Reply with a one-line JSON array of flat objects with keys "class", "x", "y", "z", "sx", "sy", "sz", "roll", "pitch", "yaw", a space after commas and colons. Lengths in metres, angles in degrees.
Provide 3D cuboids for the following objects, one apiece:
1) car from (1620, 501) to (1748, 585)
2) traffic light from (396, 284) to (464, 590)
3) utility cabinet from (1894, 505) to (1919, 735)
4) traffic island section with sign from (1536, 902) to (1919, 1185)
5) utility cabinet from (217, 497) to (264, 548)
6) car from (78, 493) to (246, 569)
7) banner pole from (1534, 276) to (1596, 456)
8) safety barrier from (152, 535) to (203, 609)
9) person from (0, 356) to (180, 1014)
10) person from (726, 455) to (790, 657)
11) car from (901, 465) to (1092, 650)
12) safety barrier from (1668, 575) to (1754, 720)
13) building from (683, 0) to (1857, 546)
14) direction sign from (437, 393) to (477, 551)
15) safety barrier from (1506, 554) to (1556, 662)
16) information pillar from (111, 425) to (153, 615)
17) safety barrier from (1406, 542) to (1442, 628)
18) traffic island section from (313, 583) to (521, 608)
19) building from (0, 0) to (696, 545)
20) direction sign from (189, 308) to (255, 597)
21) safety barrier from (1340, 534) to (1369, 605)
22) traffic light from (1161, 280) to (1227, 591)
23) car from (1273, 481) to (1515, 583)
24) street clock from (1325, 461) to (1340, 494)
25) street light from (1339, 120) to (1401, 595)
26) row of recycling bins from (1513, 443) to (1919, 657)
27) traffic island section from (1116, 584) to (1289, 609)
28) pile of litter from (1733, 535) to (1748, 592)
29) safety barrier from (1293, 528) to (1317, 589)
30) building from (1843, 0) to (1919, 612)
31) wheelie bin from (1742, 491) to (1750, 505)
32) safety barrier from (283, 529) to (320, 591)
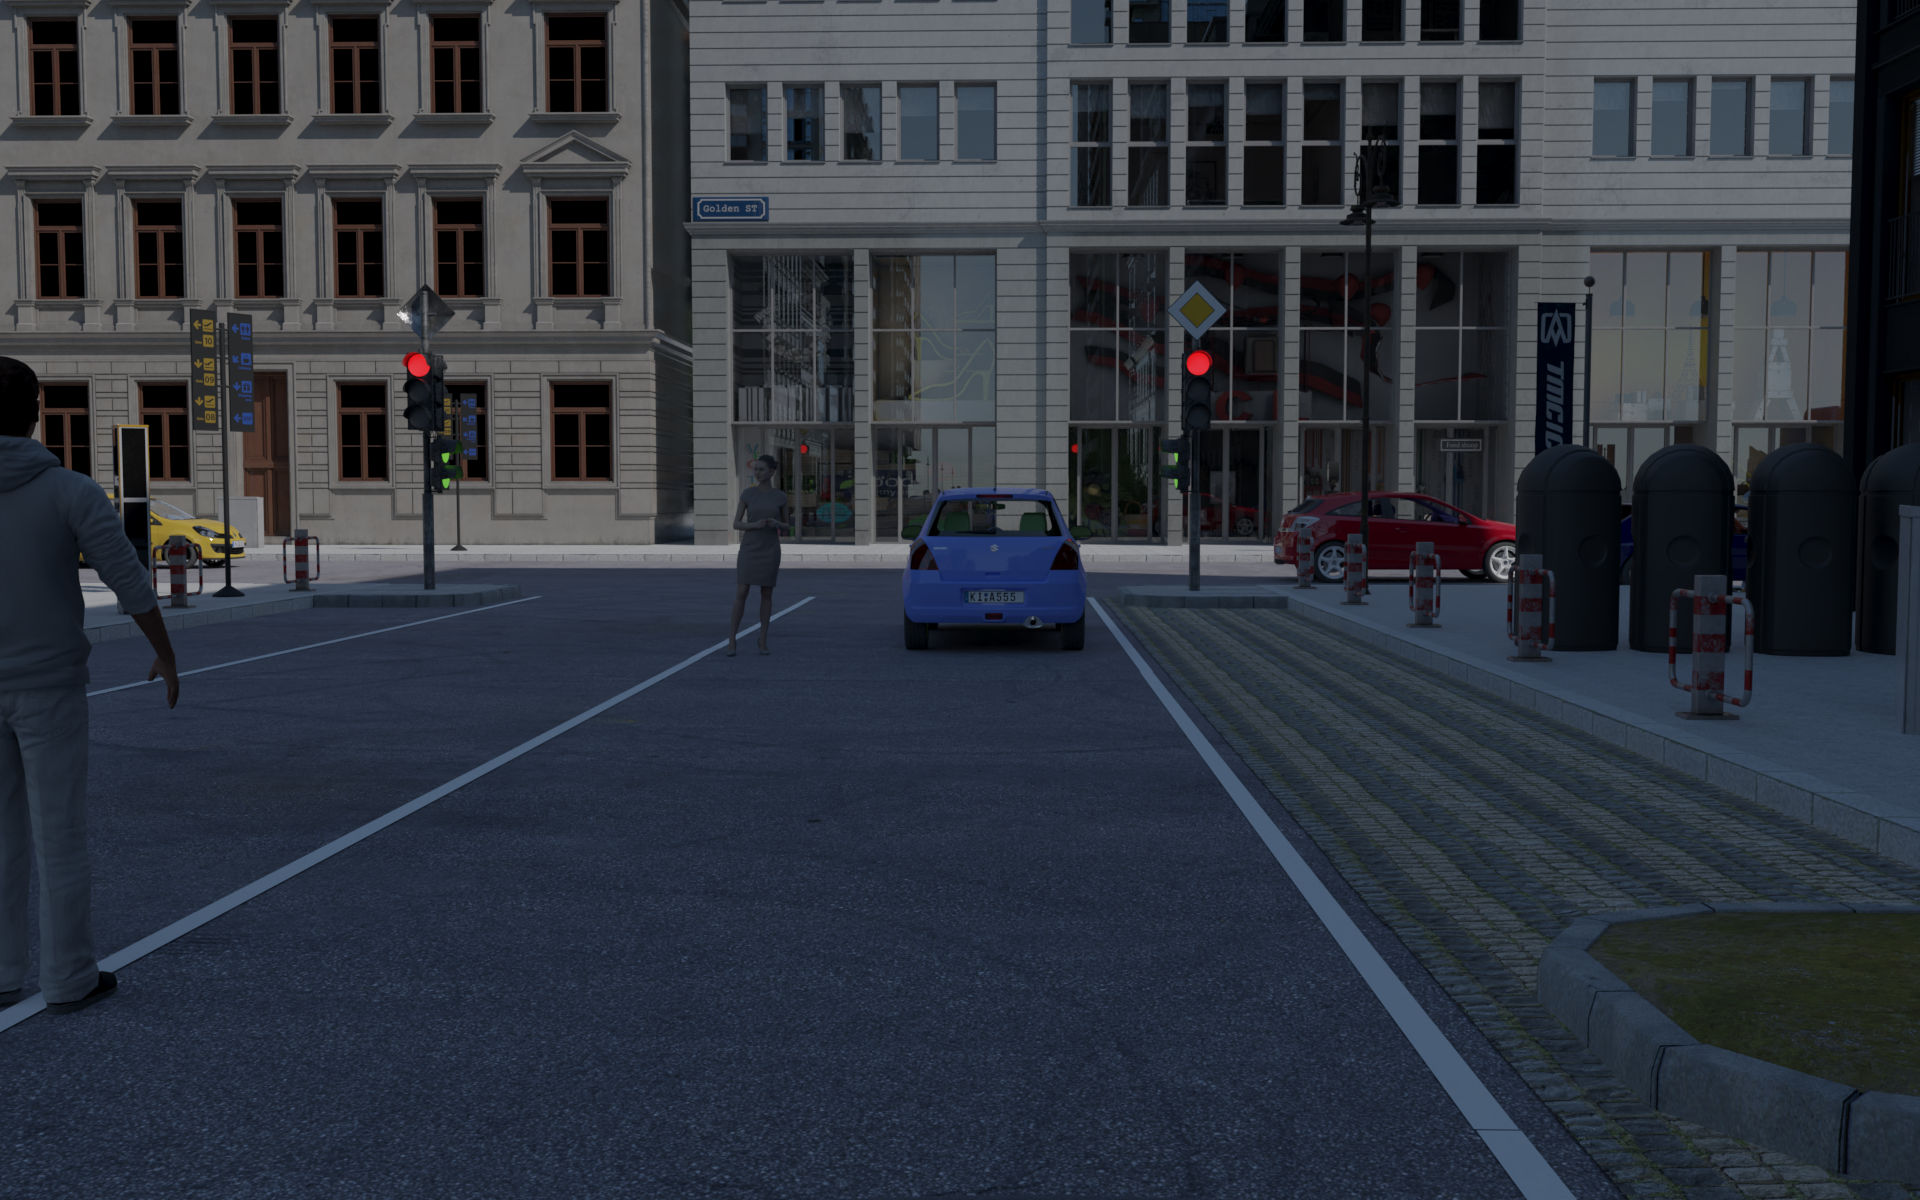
[{"class": "car", "x": 11.116, "y": -0.787, "z": 25.454, "sx": 3.894, "sy": 1.354, "sz": 1.945, "roll": 0, "pitch": 4, "yaw": 3}, {"class": "traffic light", "x": -7.114, "y": -2.094, "z": 23.164, "sx": 0.839, "sy": 4.253, "sz": 0.868, "roll": 0, "pitch": 4, "yaw": 2}, {"class": "utility cabinet", "x": 5.390, "y": 0.095, "z": 9.607, "sx": 0.306, "sy": 1.237, "sz": 1.020, "roll": 2, "pitch": 4, "yaw": 26}, {"class": "traffic island section with sign", "x": 2.608, "y": 0.260, "z": 4.379, "sx": 1.989, "sy": 1.847, "sz": 2.006, "roll": 0, "pitch": 4, "yaw": 2}, {"class": "utility cabinet", "x": -17.108, "y": -1.838, "z": 41.217, "sx": 1.020, "sy": 1.237, "sz": 0.306, "roll": 1, "pitch": 4, "yaw": 9}, {"class": "car", "x": -16.012, "y": -1.436, "z": 33.695, "sx": 3.980, "sy": 1.641, "sz": 2.015, "roll": 0, "pitch": 4, "yaw": 0}, {"class": "banner pole", "x": 6.997, "y": -1.831, "z": 19.960, "sx": 0.863, "sy": 3.779, "sz": 0.401, "roll": 0, "pitch": 4, "yaw": -8}, {"class": "safety barrier", "x": -8.787, "y": -0.318, "z": 19.469, "sx": 0.300, "sy": 0.817, "sz": 1.120, "roll": 0, "pitch": 4, "yaw": 2}, {"class": "person", "x": -2.592, "y": 0.231, "z": 4.869, "sx": 0.875, "sy": 1.805, "sz": 0.789, "roll": -1, "pitch": 4, "yaw": -16}, {"class": "person", "x": -1.796, "y": -0.402, "z": 15.406, "sx": 0.599, "sy": 1.781, "sz": 0.374, "roll": -1, "pitch": 4, "yaw": -14}, {"class": "car", "x": 0.356, "y": -0.467, "z": 17.226, "sx": 1.945, "sy": 1.707, "sz": 3.694, "roll": 0, "pitch": 4, "yaw": 2}, {"class": "safety barrier", "x": 4.276, "y": 0.268, "z": 9.889, "sx": 0.300, "sy": 0.817, "sz": 1.120, "roll": 0, "pitch": 4, "yaw": 2}, {"class": "building", "x": 8.259, "y": -16.494, "z": 47.175, "sx": 29.804, "sy": 29.767, "sz": 11.434, "roll": 0, "pitch": 4, "yaw": 2}, {"class": "direction sign", "x": -11.345, "y": -2.881, "z": 39.104, "sx": 0.876, "sy": 3.537, "sz": 0.379, "roll": -1, "pitch": 4, "yaw": -15}, {"class": "safety barrier", "x": 4.376, "y": 0.060, "z": 13.288, "sx": 0.300, "sy": 0.817, "sz": 1.120, "roll": 0, "pitch": 4, "yaw": 2}, {"class": "information pillar", "x": -8.847, "y": -0.858, "z": 18.518, "sx": 0.304, "sy": 2.012, "sz": 0.304, "roll": -3, "pitch": 4, "yaw": -38}, {"class": "safety barrier", "x": 4.472, "y": -0.147, "z": 16.677, "sx": 0.300, "sy": 0.817, "sz": 1.120, "roll": 0, "pitch": 4, "yaw": 2}, {"class": "traffic island section", "x": -7.154, "y": -0.062, "z": 23.300, "sx": 2.009, "sy": 0.180, "sz": 2.903, "roll": 0, "pitch": 4, "yaw": 2}, {"class": "building", "x": -17.350, "y": -12.950, "z": 47.883, "sx": 21.152, "sy": 22.565, "sz": 11.583, "roll": 0, "pitch": 4, "yaw": 2}, {"class": "direction sign", "x": -9.155, "y": -1.809, "z": 21.573, "sx": 0.379, "sy": 3.537, "sz": 0.876, "roll": 2, "pitch": 4, "yaw": 30}, {"class": "safety barrier", "x": 4.570, "y": -0.354, "z": 20.062, "sx": 0.300, "sy": 0.817, "sz": 1.120, "roll": 0, "pitch": 4, "yaw": 2}, {"class": "traffic light", "x": 3.093, "y": -2.077, "z": 22.887, "sx": 0.839, "sy": 4.253, "sz": 0.868, "roll": 0, "pitch": 4, "yaw": 2}, {"class": "car", "x": 7.462, "y": -1.196, "z": 28.601, "sx": 4.494, "sy": 1.783, "sz": 2.155, "roll": 0, "pitch": 4, "yaw": 1}, {"class": "street clock", "x": 8.264, "y": -2.072, "z": 38.441, "sx": 0.358, "sy": 2.002, "sz": 0.471, "roll": 0, "pitch": 4, "yaw": 5}, {"class": "street light", "x": 5.158, "y": -3.008, "z": 21.962, "sx": 0.468, "sy": 5.910, "sz": 1.993, "roll": 0, "pitch": 4, "yaw": 2}, {"class": "row of recycling bins", "x": 6.396, "y": -0.430, "z": 14.145, "sx": 3.534, "sy": 1.692, "sz": 1.069, "roll": 1, "pitch": 4, "yaw": 11}, {"class": "traffic island section", "x": 3.133, "y": -0.044, "z": 23.000, "sx": 2.009, "sy": 0.180, "sz": 2.903, "roll": 0, "pitch": 4, "yaw": 2}, {"class": "pile of litter", "x": 10.597, "y": -0.511, "z": 22.322, "sx": 1.176, "sy": 0.858, "sz": 1.719, "roll": 1, "pitch": 4, "yaw": 16}, {"class": "safety barrier", "x": 4.672, "y": -0.561, "z": 23.455, "sx": 0.300, "sy": 0.817, "sz": 1.120, "roll": 0, "pitch": 4, "yaw": 2}, {"class": "building", "x": 15.605, "y": -11.049, "z": 10.326, "sx": 12.332, "sy": 23.373, "sz": 15.834, "roll": 0, "pitch": 4, "yaw": 2}, {"class": "wheelie bin", "x": 45.907, "y": -5.706, "z": 101.207, "sx": 0.980, "sy": 1.594, "sz": 0.693, "roll": -1, "pitch": 4, "yaw": -17}, {"class": "safety barrier", "x": -8.689, "y": -0.525, "z": 22.862, "sx": 0.300, "sy": 0.817, "sz": 1.120, "roll": 0, "pitch": 4, "yaw": 2}]
